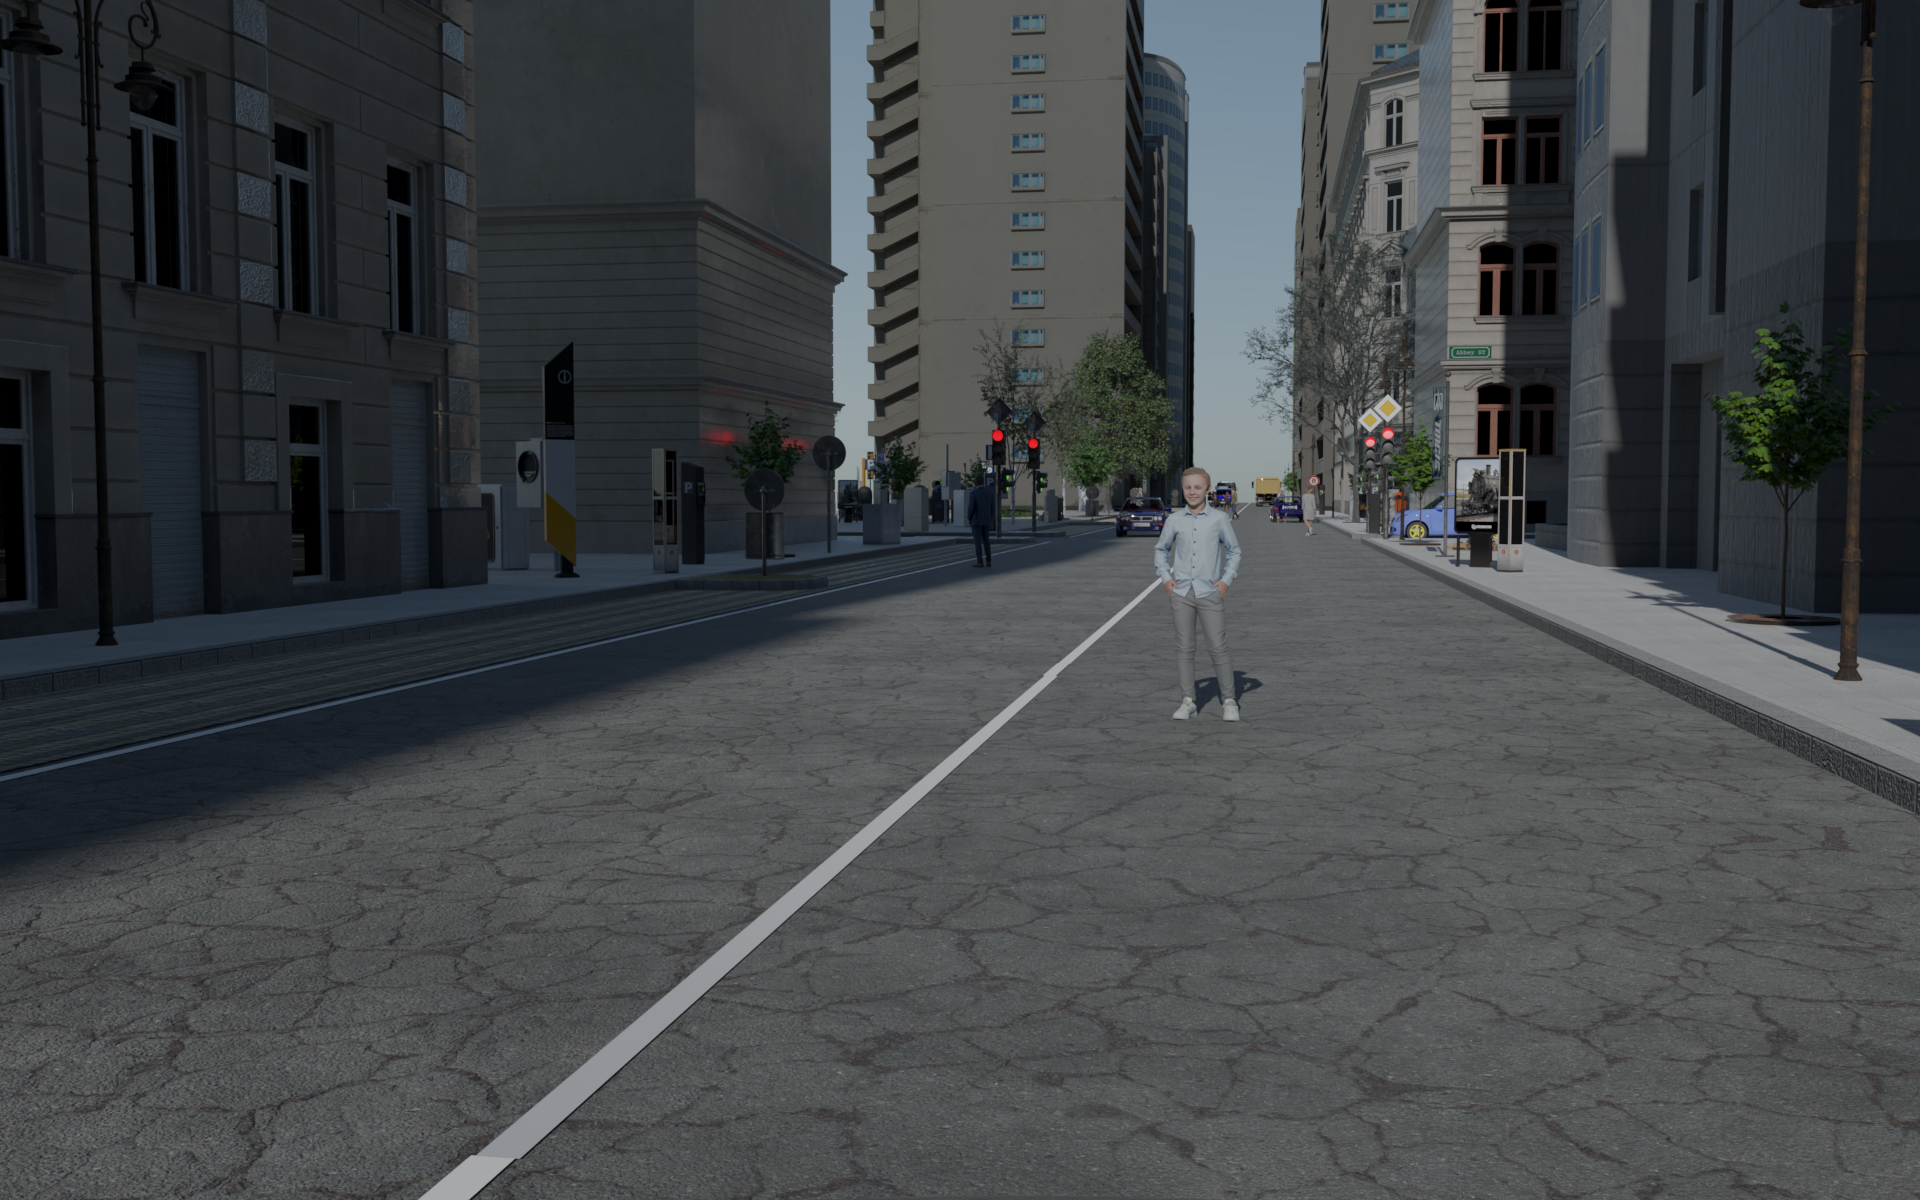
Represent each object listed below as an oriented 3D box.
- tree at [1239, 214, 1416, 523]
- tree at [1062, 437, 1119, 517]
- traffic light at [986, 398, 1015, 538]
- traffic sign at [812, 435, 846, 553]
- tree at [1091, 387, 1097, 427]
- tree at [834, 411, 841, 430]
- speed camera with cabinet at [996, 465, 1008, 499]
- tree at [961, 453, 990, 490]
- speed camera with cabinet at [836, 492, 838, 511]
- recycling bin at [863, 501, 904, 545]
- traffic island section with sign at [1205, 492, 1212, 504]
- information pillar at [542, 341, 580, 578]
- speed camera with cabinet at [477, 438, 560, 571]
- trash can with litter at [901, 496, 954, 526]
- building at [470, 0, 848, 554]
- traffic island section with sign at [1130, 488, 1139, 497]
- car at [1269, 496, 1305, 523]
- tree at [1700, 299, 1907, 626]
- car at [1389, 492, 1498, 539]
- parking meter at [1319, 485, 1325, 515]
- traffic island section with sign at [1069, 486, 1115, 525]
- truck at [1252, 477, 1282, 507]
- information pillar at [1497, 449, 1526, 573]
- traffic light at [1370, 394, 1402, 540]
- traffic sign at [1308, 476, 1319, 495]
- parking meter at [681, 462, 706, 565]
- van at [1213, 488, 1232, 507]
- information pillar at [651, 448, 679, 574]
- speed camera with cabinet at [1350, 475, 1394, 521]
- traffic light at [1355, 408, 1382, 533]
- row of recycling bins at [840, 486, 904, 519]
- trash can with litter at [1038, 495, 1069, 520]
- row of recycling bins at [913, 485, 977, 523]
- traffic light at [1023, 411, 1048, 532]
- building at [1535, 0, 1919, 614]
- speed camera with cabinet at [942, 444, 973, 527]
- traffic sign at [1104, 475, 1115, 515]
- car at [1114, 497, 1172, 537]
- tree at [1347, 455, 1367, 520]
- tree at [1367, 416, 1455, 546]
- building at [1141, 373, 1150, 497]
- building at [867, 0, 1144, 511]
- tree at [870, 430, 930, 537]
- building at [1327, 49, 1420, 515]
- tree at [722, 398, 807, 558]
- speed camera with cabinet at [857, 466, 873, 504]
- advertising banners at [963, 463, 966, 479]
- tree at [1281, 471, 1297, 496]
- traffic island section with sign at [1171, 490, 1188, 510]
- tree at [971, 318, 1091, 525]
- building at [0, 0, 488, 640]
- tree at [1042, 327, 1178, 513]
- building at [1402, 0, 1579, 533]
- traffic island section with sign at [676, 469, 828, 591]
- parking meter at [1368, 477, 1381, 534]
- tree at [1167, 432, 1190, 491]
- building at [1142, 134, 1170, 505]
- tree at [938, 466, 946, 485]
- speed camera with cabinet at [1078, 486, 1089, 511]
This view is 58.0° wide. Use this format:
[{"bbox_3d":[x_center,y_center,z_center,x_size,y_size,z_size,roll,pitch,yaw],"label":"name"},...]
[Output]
[{"bbox_3d":[17.541,-10.188,76.939,12.009,13.543,11.850,0,3,0],"label":"tree"},{"bbox_3d":[7.400,-7.044,98.881,4.285,4.588,4.351,0,3,0],"label":"tree"},{"bbox_3d":[1.162,-3.778,50.694,0.839,4.253,0.868,1,4,10],"label":"traffic light"},{"bbox_3d":[-2.848,-2.294,37.619,0.768,2.556,0.104,1,4,14],"label":"traffic sign"},{"bbox_3d":[5.298,-8.576,90.574,4.360,8.622,3.978,0,3,0],"label":"tree"},{"bbox_3d":[-9.129,-9.093,99.028,4.360,8.622,3.978,0,3,0],"label":"tree"},{"bbox_3d":[1.204,-5.151,78.547,2.038,3.252,0.660,-2,4,-32],"label":"speed camera with cabinet"},{"bbox_3d":[0.756,-5.327,81.699,1.663,3.219,1.824,0,3,0],"label":"tree"},{"bbox_3d":[-8.517,-8.511,133.486,2.038,3.252,0.660,1,4,11],"label":"speed camera with cabinet"},{"bbox_3d":[-2.005,-1.944,44.346,0.722,1.027,0.722,3,5,40],"label":"recycling bin"},{"bbox_3d":[38.284,-15.690,265.152,1.989,1.847,2.006,1,4,10],"label":"traffic island section with sign"},{"bbox_3d":[-6.108,-2.147,26.466,0.504,3.616,0.183,-2,4,-34],"label":"information pillar"},{"bbox_3d":[-7.435,-2.122,29.036,2.038,3.252,0.660,3,5,40],"label":"speed camera with cabinet"},{"bbox_3d":[-1.140,-3.891,74.667,1.678,1.210,2.233,-3,5,-40],"label":"trash can with litter"},{"bbox_3d":[-20.998,-13.851,45.545,34.723,24.649,14.460,1,4,10],"label":"building"},{"bbox_3d":[10.897,-6.027,107.176,1.989,1.847,2.006,1,4,10],"label":"traffic island section with sign"},{"bbox_3d":[16.783,-4.646,88.544,1.945,1.354,3.894,1,4,8],"label":"car"},{"bbox_3d":[8.197,-1.392,17.354,1.663,3.219,1.824,0,3,0],"label":"tree"},{"bbox_3d":[14.967,-2.637,52.709,3.694,1.707,1.945,1,4,9],"label":"car"},{"bbox_3d":[22.295,-6.173,106.633,0.255,1.863,0.399,2,4,31],"label":"parking meter"},{"bbox_3d":[6.113,-4.340,79.589,1.989,1.847,2.006,1,4,10],"label":"traffic island section with sign"},{"bbox_3d":[35.446,-12.462,199.674,3.469,3.379,9.791,1,4,8],"label":"truck"},{"bbox_3d":[9.040,-1.462,28.395,0.304,2.012,0.304,-1,4,-22],"label":"information pillar"},{"bbox_3d":[12.015,-3.664,48.835,0.839,4.253,0.868,1,4,10],"label":"traffic light"},{"bbox_3d":[24.271,-7.262,118.842,0.768,2.556,0.104,1,4,19],"label":"traffic sign"},{"bbox_3d":[-4.859,-1.581,31.563,0.399,1.863,0.255,2,4,28],"label":"parking meter"},{"bbox_3d":[28.855,-11.293,189.030,2.240,2.365,5.245,1,4,12],"label":"van"},{"bbox_3d":[-4.761,-1.437,27.995,0.304,2.012,0.304,3,4,39],"label":"information pillar"},{"bbox_3d":[19.904,-5.462,83.639,2.038,3.252,0.660,-1,4,-12],"label":"speed camera with cabinet"},{"bbox_3d":[13.379,-4.146,56.703,0.839,4.253,0.868,1,4,10],"label":"traffic light"},{"bbox_3d":[-4.390,-4.982,88.572,3.534,1.692,1.069,0,4,1],"label":"row of recycling bins"},{"bbox_3d":[4.632,-4.619,86.574,2.233,1.210,1.678,-3,5,-44],"label":"trash can with litter"},{"bbox_3d":[-0.477,-4.275,77.017,3.534,1.692,1.069,1,4,11],"label":"row of recycling bins"},{"bbox_3d":[2.526,-4.259,58.562,0.839,4.253,0.868,1,4,10],"label":"traffic light"},{"bbox_3d":[21.930,-29.778,28.872,21.231,58.520,28.212,1,4,10],"label":"building"},{"bbox_3d":[-0.031,-4.525,68.316,0.660,3.252,2.038,-2,4,-27],"label":"speed camera with cabinet"},{"bbox_3d":[9.223,-6.554,107.261,0.768,2.556,0.104,1,4,16],"label":"traffic sign"},{"bbox_3d":[6.241,-2.837,58.972,1.945,1.354,3.894,0,4,8],"label":"car"},{"bbox_3d":[19.975,-5.577,85.787,1.663,3.219,1.824,0,3,0],"label":"tree"},{"bbox_3d":[11.427,-2.988,43.460,1.663,3.219,1.824,0,3,0],"label":"tree"},{"bbox_3d":[8.020,-52.440,170.068,22.319,86.520,31.000,1,4,10],"label":"building"},{"bbox_3d":[3.954,-31.901,145.288,21.300,48.544,21.600,1,4,10],"label":"building"},{"bbox_3d":[-1.973,-3.527,52.261,1.663,3.219,1.824,0,3,0],"label":"tree"},{"bbox_3d":[32.091,-20.206,106.781,17.030,29.872,44.131,1,4,10],"label":"building"},{"bbox_3d":[-4.008,-2.483,35.204,1.663,3.219,1.824,0,3,0],"label":"tree"},{"bbox_3d":[-6.641,-7.817,122.140,0.660,3.252,2.038,-3,5,-44],"label":"speed camera with cabinet"},{"bbox_3d":[0.470,-6.249,98.362,0.090,3.025,2.074,1,4,16],"label":"advertising banners"},{"bbox_3d":[42.162,-14.392,219.024,4.285,4.588,4.351,0,3,0],"label":"tree"},{"bbox_3d":[19.579,-9.088,157.219,1.989,1.847,2.006,1,4,10],"label":"traffic island section with sign"},{"bbox_3d":[2.389,-7.443,72.059,4.360,8.622,3.978,0,3,0],"label":"tree"},{"bbox_3d":[-14.377,-13.195,12.998,12.463,27.353,25.104,1,4,10],"label":"building"},{"bbox_3d":[10.231,-12.331,118.614,9.611,12.733,9.660,0,3,0],"label":"tree"},{"bbox_3d":[28.208,-16.771,61.589,23.554,28.519,14.401,1,4,10],"label":"building"},{"bbox_3d":[-3.099,-1.093,26.498,1.989,1.847,2.006,1,4,10],"label":"traffic island section with sign"},{"bbox_3d":[13.395,-3.077,56.023,0.399,1.863,0.255,1,4,14],"label":"parking meter"},{"bbox_3d":[24.892,-15.470,203.293,4.737,8.622,4.395,0,3,0],"label":"tree"},{"bbox_3d":[15.828,-31.152,192.937,14.154,41.232,14.086,1,4,10],"label":"building"},{"bbox_3d":[-1.077,-7.715,120.737,1.663,3.219,1.824,0,3,0],"label":"tree"},{"bbox_3d":[9.447,-8.461,132.668,0.660,3.252,2.038,0,4,-3],"label":"speed camera with cabinet"}]
